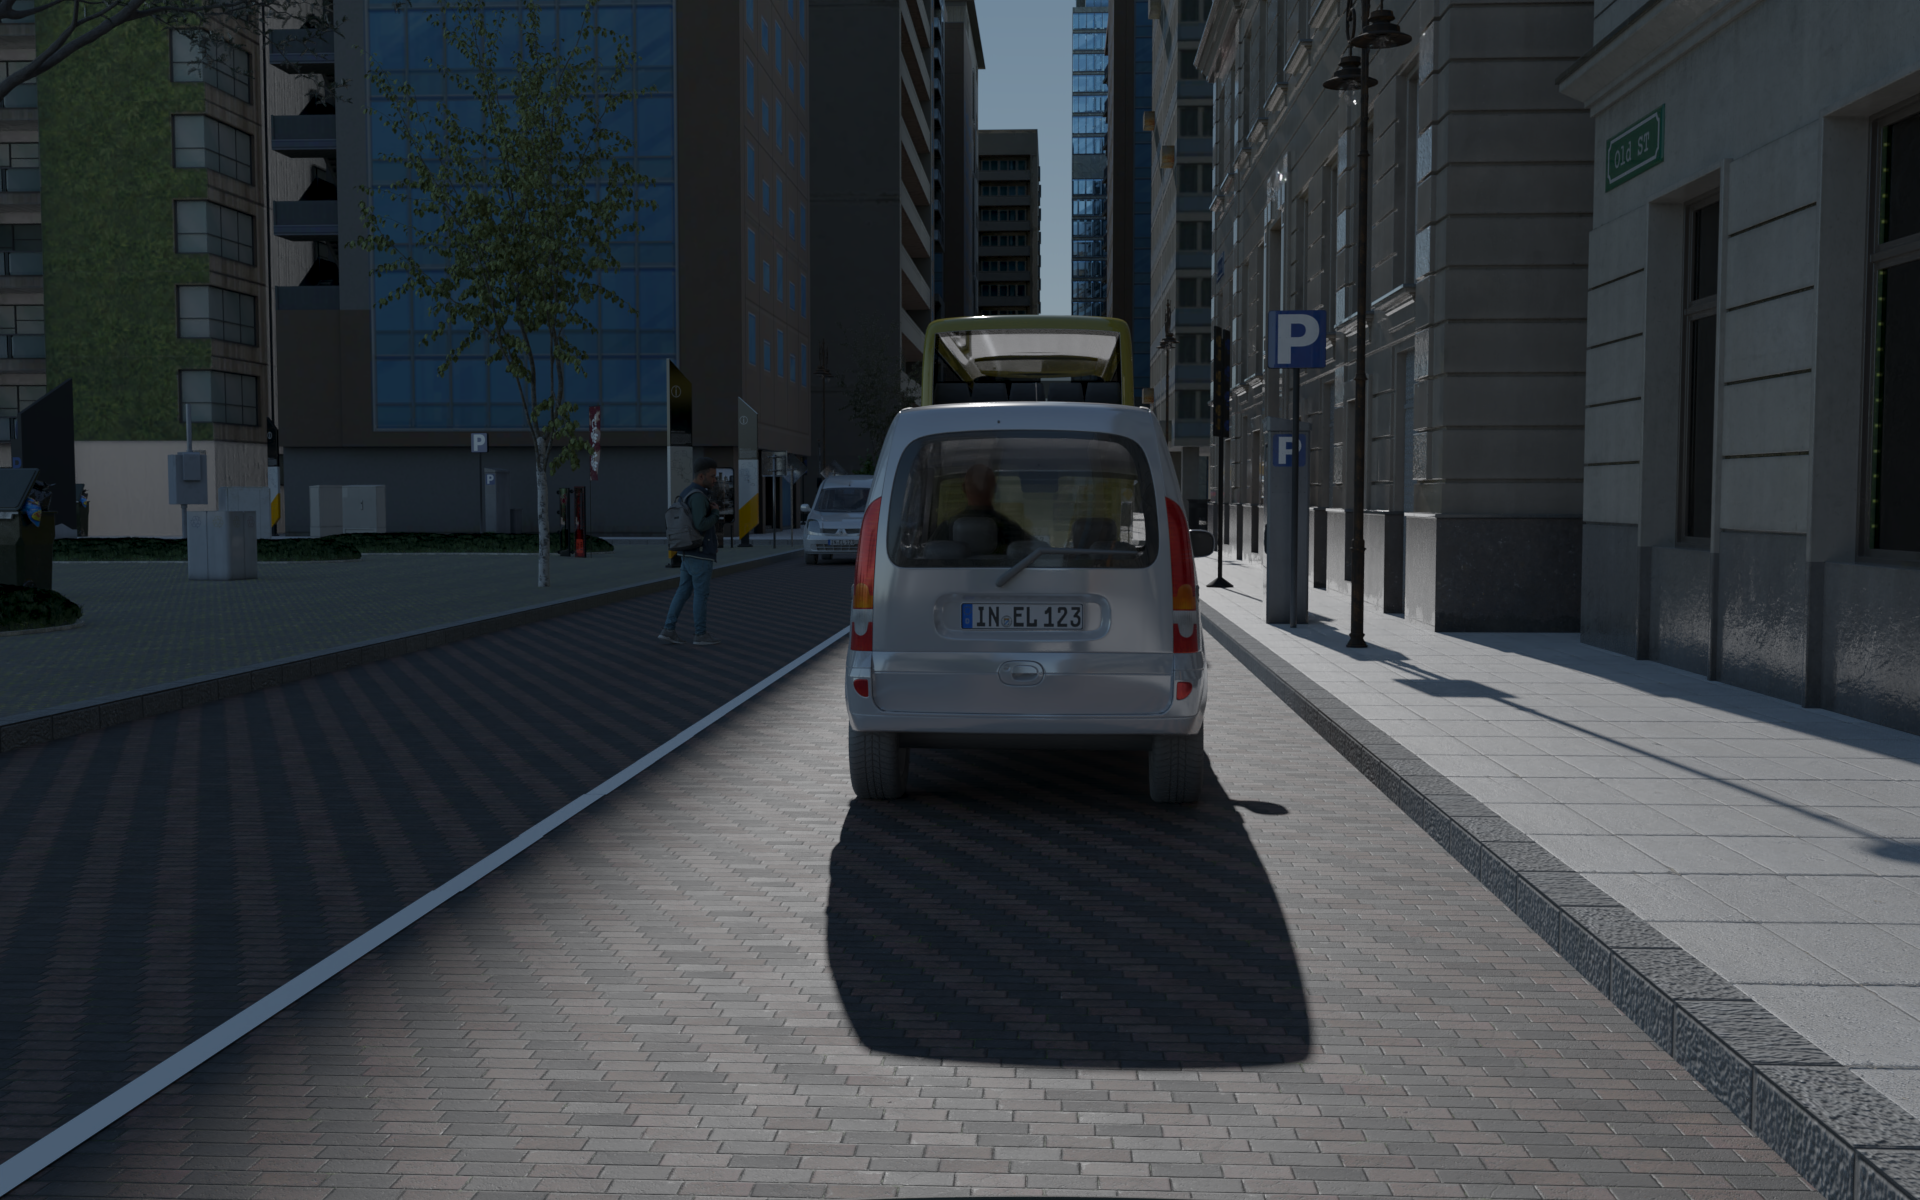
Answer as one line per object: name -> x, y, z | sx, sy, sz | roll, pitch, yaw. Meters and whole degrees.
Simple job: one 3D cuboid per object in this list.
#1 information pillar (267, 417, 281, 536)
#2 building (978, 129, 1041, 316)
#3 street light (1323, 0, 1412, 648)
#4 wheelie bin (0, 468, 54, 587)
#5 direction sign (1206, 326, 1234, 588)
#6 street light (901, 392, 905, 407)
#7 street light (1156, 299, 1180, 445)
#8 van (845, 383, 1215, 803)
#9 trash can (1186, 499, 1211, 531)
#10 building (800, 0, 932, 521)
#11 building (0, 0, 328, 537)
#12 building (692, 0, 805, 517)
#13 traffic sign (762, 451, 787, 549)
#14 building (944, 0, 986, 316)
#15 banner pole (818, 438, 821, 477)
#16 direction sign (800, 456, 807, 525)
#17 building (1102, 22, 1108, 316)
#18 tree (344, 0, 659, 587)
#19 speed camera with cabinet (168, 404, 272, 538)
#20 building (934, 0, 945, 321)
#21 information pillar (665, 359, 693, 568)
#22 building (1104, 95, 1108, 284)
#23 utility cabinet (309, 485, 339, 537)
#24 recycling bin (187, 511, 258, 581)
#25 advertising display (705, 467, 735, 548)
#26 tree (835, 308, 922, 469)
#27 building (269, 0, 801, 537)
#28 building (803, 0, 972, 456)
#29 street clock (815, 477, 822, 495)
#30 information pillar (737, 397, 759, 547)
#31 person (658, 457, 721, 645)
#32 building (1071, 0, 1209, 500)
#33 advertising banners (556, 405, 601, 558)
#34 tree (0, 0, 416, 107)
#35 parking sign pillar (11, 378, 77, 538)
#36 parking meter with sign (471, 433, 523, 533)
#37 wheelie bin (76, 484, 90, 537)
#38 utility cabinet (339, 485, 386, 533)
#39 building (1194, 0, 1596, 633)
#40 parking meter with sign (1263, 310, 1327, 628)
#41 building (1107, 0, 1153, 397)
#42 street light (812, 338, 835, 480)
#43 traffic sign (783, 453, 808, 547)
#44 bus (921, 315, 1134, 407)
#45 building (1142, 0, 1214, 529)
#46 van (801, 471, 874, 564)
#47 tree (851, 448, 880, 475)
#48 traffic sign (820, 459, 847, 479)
information pillar -> -20.832, -3.744, 52.562 | 0.504, 3.616, 0.183 | 2, 4, 33
building -> -0.575, -36.483, 220.193 | 21.600, 48.544, 21.300 | 0, 4, 3
street light -> 3.323, -2.540, 14.324 | 0.468, 5.910, 1.993 | 0, 4, 3
wheelie bin -> -11.559, -0.815, 21.232 | 0.980, 1.594, 0.693 | 1, 4, 14
direction sign -> 3.583, -1.943, 23.773 | 0.379, 3.537, 0.876 | 1, 4, 21
street light -> -2.569, -6.464, 78.471 | 0.468, 5.910, 1.993 | 0, 4, 3
street light -> 4.931, -4.186, 41.234 | 0.468, 5.910, 1.993 | 0, 4, 3
van -> 0.417, -0.149, 9.454 | 2.013, 2.044, 4.112 | 0, 4, 4
trash can -> 6.904, -2.346, 50.017 | 0.748, 1.137, 0.748 | 0, 3, 0
building -> -12.854, -28.585, 91.060 | 21.300, 48.544, 21.600 | 0, 4, 3
building -> -28.873, -22.922, 58.373 | 14.086, 41.232, 14.154 | 0, 4, 3
building -> -9.130, -28.546, 116.844 | 14.600, 45.320, 14.200 | 0, 4, 3
traffic sign -> -4.365, -2.360, 40.720 | 0.606, 2.300, 0.079 | 1, 4, 9
building -> -11.596, -36.469, 185.511 | 27.495, 52.752, 28.713 | 0, 4, 3
banner pole -> -6.301, -5.365, 77.730 | 0.401, 3.779, 0.863 | -1, 4, -10
direction sign -> -6.509, -4.884, 71.850 | 0.379, 3.537, 0.876 | 1, 4, 16
building -> 23.796, -30.492, 153.163 | 22.147, 44.769, 28.867 | 0, 4, 3
tree -> -5.906, -4.477, 23.562 | 4.737, 8.622, 4.395 | 0, 3, 0
speed camera with cabinet -> -16.526, -2.711, 38.667 | 2.038, 3.252, 0.660 | -3, 5, -41
building -> -11.202, -50.566, 139.433 | 22.319, 86.520, 31.000 | 0, 4, 3
information pillar -> -4.890, -2.375, 30.183 | 0.504, 3.616, 0.183 | -3, 5, -44
building -> 26.560, -34.430, 182.532 | 23.786, 49.044, 30.456 | 0, 4, 3
utility cabinet -> -15.630, -2.096, 42.954 | 0.318, 1.500, 1.173 | 1, 4, 17
recycling bin -> -11.067, -0.822, 25.993 | 0.722, 1.027, 0.722 | 1, 4, 11
advertising display -> -5.792, -2.189, 41.007 | 0.974, 1.923, 0.123 | -2, 4, -35
tree -> -3.114, -7.229, 68.551 | 4.360, 8.622, 3.978 | 0, 3, 0
building -> -12.879, -24.893, 57.111 | 14.600, 45.320, 14.200 | 0, 4, 3
building -> -6.145, -31.370, 163.003 | 14.600, 45.320, 14.200 | 0, 4, 3
street clock -> -6.086, -4.309, 75.021 | 0.358, 2.002, 0.471 | 0, 4, -5
information pillar -> -5.119, -3.085, 41.802 | 0.504, 3.616, 0.183 | 1, 4, 10
person -> -2.501, -0.465, 16.448 | 0.721, 1.781, 0.623 | -3, 4, -38
building -> 25.687, -55.349, 217.628 | 31.000, 86.520, 22.319 | 0, 4, 3
advertising banners -> -7.684, -2.370, 34.941 | 0.090, 3.025, 2.074 | -3, 4, -36
tree -> -7.288, -6.135, 10.670 | 12.009, 13.543, 11.850 | 0, 3, 0
parking sign pillar -> -21.102, -3.144, 39.876 | 1.447, 3.967, 1.447 | 2, 4, 28
parking meter with sign -> -13.425, -3.309, 50.370 | 0.543, 3.016, 1.738 | 1, 4, 21
wheelie bin -> -26.539, -2.689, 51.874 | 0.980, 1.594, 0.693 | 0, 4, 2
utility cabinet -> -14.386, -2.025, 41.787 | 1.173, 1.500, 0.318 | 2, 4, 30
building -> 10.706, -14.051, 27.002 | 12.463, 27.353, 25.104 | 0, 4, 3
parking meter with sign -> 3.294, -1.289, 17.341 | 0.543, 3.016, 1.738 | 0, 4, 7
building -> 18.325, -29.455, 131.703 | 14.600, 45.320, 14.200 | 0, 4, 3
street light -> -4.048, -4.818, 51.554 | 0.468, 5.910, 1.993 | 0, 4, 3
traffic sign -> -4.094, -2.356, 42.156 | 0.795, 2.450, 0.064 | 0, 4, 3
bus -> 1.144, -2.140, 26.533 | 2.896, 3.916, 12.252 | 0, 4, 3
building -> 19.575, -22.936, 66.886 | 23.993, 40.220, 32.217 | 0, 4, 3
van -> -2.287, -1.810, 36.597 | 2.013, 2.044, 4.112 | 0, 4, 2
tree -> -3.860, -4.798, 73.042 | 1.663, 3.219, 1.824 | 0, 3, 0
traffic sign -> -3.650, -2.843, 50.129 | 0.795, 2.450, 0.064 | 0, 4, 3
